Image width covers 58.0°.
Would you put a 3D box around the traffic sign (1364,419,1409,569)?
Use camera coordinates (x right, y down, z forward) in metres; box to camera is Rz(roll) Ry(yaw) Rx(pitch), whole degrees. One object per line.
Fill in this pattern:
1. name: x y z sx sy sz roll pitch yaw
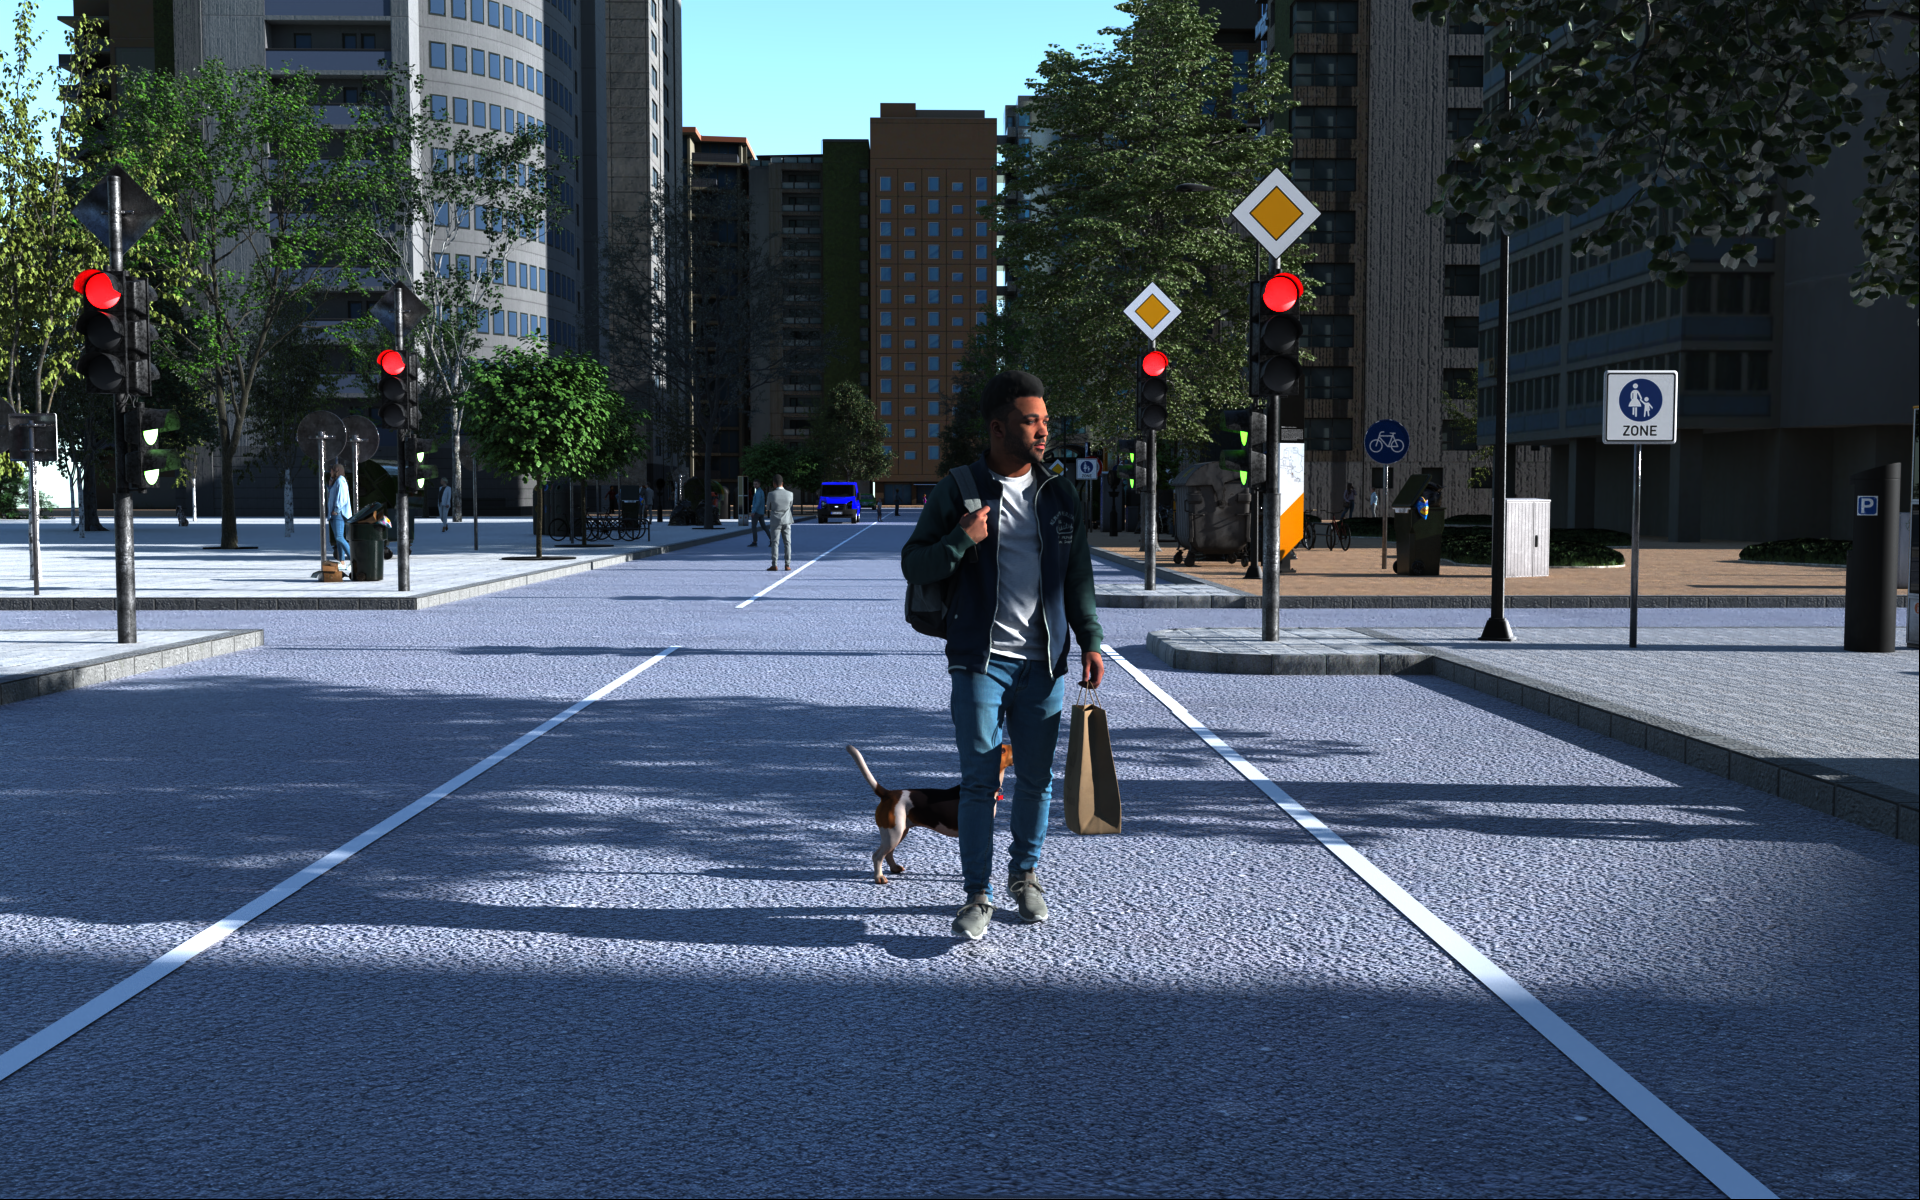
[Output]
1. traffic sign: 7.266 -1.803 29.584 0.768 2.556 0.104 0 4 2

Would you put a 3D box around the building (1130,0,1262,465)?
1. building: 22.878 -30.770 153.194 14.600 45.320 14.200 0 4 -1

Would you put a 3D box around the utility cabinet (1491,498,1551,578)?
1. utility cabinet: 8.709 -0.961 26.872 1.020 1.237 0.306 -2 4 -32

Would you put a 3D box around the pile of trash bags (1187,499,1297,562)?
1. pile of trash bags: 5.795 -1.502 34.307 1.912 1.369 3.447 2 4 27

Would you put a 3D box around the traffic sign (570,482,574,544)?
1. traffic sign: -10.063 -2.738 44.879 0.768 2.556 0.104 0 4 3

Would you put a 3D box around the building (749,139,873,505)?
1. building: -17.266 -31.737 202.501 14.086 41.232 14.154 0 4 -1

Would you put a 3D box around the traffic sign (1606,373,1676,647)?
1. traffic sign: 5.629 -0.752 14.418 0.606 2.300 0.079 0 4 -1

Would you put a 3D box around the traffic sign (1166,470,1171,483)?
1. traffic sign: 8.416 -4.088 68.975 0.606 2.300 0.079 0 4 -1

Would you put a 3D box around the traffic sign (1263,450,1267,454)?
1. traffic sign: 8.690 -2.930 48.011 0.768 2.556 0.104 0 4 4

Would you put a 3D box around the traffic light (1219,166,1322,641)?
1. traffic light: 2.698 -1.598 15.043 0.839 4.253 0.868 0 4 -1

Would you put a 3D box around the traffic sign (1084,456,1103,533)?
1. traffic sign: 4.373 -3.521 57.667 0.768 2.556 0.104 0 4 7

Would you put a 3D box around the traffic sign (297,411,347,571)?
1. traffic sign: -9.737 -1.611 26.440 0.768 2.556 0.104 0 4 1

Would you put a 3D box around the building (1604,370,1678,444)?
1. building: 63.989 -43.538 150.094 20.611 71.187 20.563 0 4 -1

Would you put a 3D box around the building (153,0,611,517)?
1. building: -35.690 -34.788 110.784 21.231 58.520 28.212 0 4 -1

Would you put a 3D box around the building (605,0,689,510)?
1. building: -35.086 -43.377 147.461 20.611 71.187 20.563 0 4 -1

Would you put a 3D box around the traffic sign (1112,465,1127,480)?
1. traffic sign: 6.711 -4.432 72.570 0.768 2.556 0.104 0 3 0

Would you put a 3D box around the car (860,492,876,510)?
1. car: -8.544 -9.075 157.170 1.959 1.807 4.718 0 4 0

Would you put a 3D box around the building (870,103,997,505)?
1. building: -3.108 -33.746 201.860 14.200 45.320 14.600 0 4 -1

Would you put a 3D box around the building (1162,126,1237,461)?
1. building: 23.048 -22.475 139.173 14.160 30.474 14.107 0 4 -1

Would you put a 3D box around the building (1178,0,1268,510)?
1. building: 28.054 -49.009 113.961 22.319 86.520 31.000 0 4 -1

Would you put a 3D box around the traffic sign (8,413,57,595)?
1. traffic sign: -11.726 -1.211 21.932 0.606 2.300 0.079 0 4 0

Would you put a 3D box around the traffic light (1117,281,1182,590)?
1. traffic light: 2.521 -2.086 23.026 0.839 4.253 0.868 0 4 -1

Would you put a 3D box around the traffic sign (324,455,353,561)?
1. traffic sign: -11.937 -1.902 33.226 0.606 2.300 0.079 0 3 0

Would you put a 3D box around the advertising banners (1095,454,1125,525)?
1. advertising banners: 6.068 -4.518 70.062 0.090 3.025 2.074 -2 4 -30

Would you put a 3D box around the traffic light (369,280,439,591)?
1. traffic light: -7.338 -2.072 22.792 0.839 4.253 0.868 0 4 -1

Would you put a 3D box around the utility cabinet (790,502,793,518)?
1. utility cabinet: -9.659 -5.112 94.741 1.020 1.237 0.306 1 4 19

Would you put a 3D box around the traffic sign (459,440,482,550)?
1. traffic sign: -11.064 -2.411 39.523 0.768 2.556 0.104 0 4 5

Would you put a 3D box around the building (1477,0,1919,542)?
1. building: 30.104 -21.946 50.703 23.993 40.220 32.217 0 4 -1

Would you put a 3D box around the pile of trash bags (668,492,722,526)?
1. pile of trash bags: -10.735 -3.786 71.648 1.912 1.369 3.447 1 4 11

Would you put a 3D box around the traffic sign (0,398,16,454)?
1. traffic sign: -12.558 -1.367 22.450 0.768 2.556 0.104 0 4 6

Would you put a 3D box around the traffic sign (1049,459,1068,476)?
1. traffic sign: 3.660 -3.963 64.520 0.795 2.593 0.064 0 4 7

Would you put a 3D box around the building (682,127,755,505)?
1. building: -38.955 -33.702 205.649 28.867 44.769 22.147 0 4 -1

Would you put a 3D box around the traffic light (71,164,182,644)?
1. traffic light: -7.160 -1.583 14.809 0.839 4.253 0.868 0 4 -1

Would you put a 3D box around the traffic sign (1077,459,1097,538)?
1. traffic sign: 3.657 -2.927 49.994 0.606 2.300 0.079 0 4 6

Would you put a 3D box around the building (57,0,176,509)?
1. building: -67.389 -30.620 150.751 14.200 45.320 14.600 0 4 -1

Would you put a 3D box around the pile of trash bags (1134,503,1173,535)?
1. pile of trash bags: 7.204 -2.793 55.421 1.912 1.369 3.447 -3 5 -44

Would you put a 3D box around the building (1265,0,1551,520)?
1. building: 23.078 -19.559 91.498 14.160 30.474 14.107 0 4 -1

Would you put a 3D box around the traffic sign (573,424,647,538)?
1. traffic sign: -10.211 -3.449 50.269 2.265 3.308 0.079 0 4 5

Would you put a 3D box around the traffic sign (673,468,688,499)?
1. traffic sign: -13.647 -5.165 84.550 0.768 2.556 0.104 0 4 5

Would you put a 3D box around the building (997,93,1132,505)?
1. building: 19.095 -35.963 207.608 30.456 49.044 23.786 0 4 -1
